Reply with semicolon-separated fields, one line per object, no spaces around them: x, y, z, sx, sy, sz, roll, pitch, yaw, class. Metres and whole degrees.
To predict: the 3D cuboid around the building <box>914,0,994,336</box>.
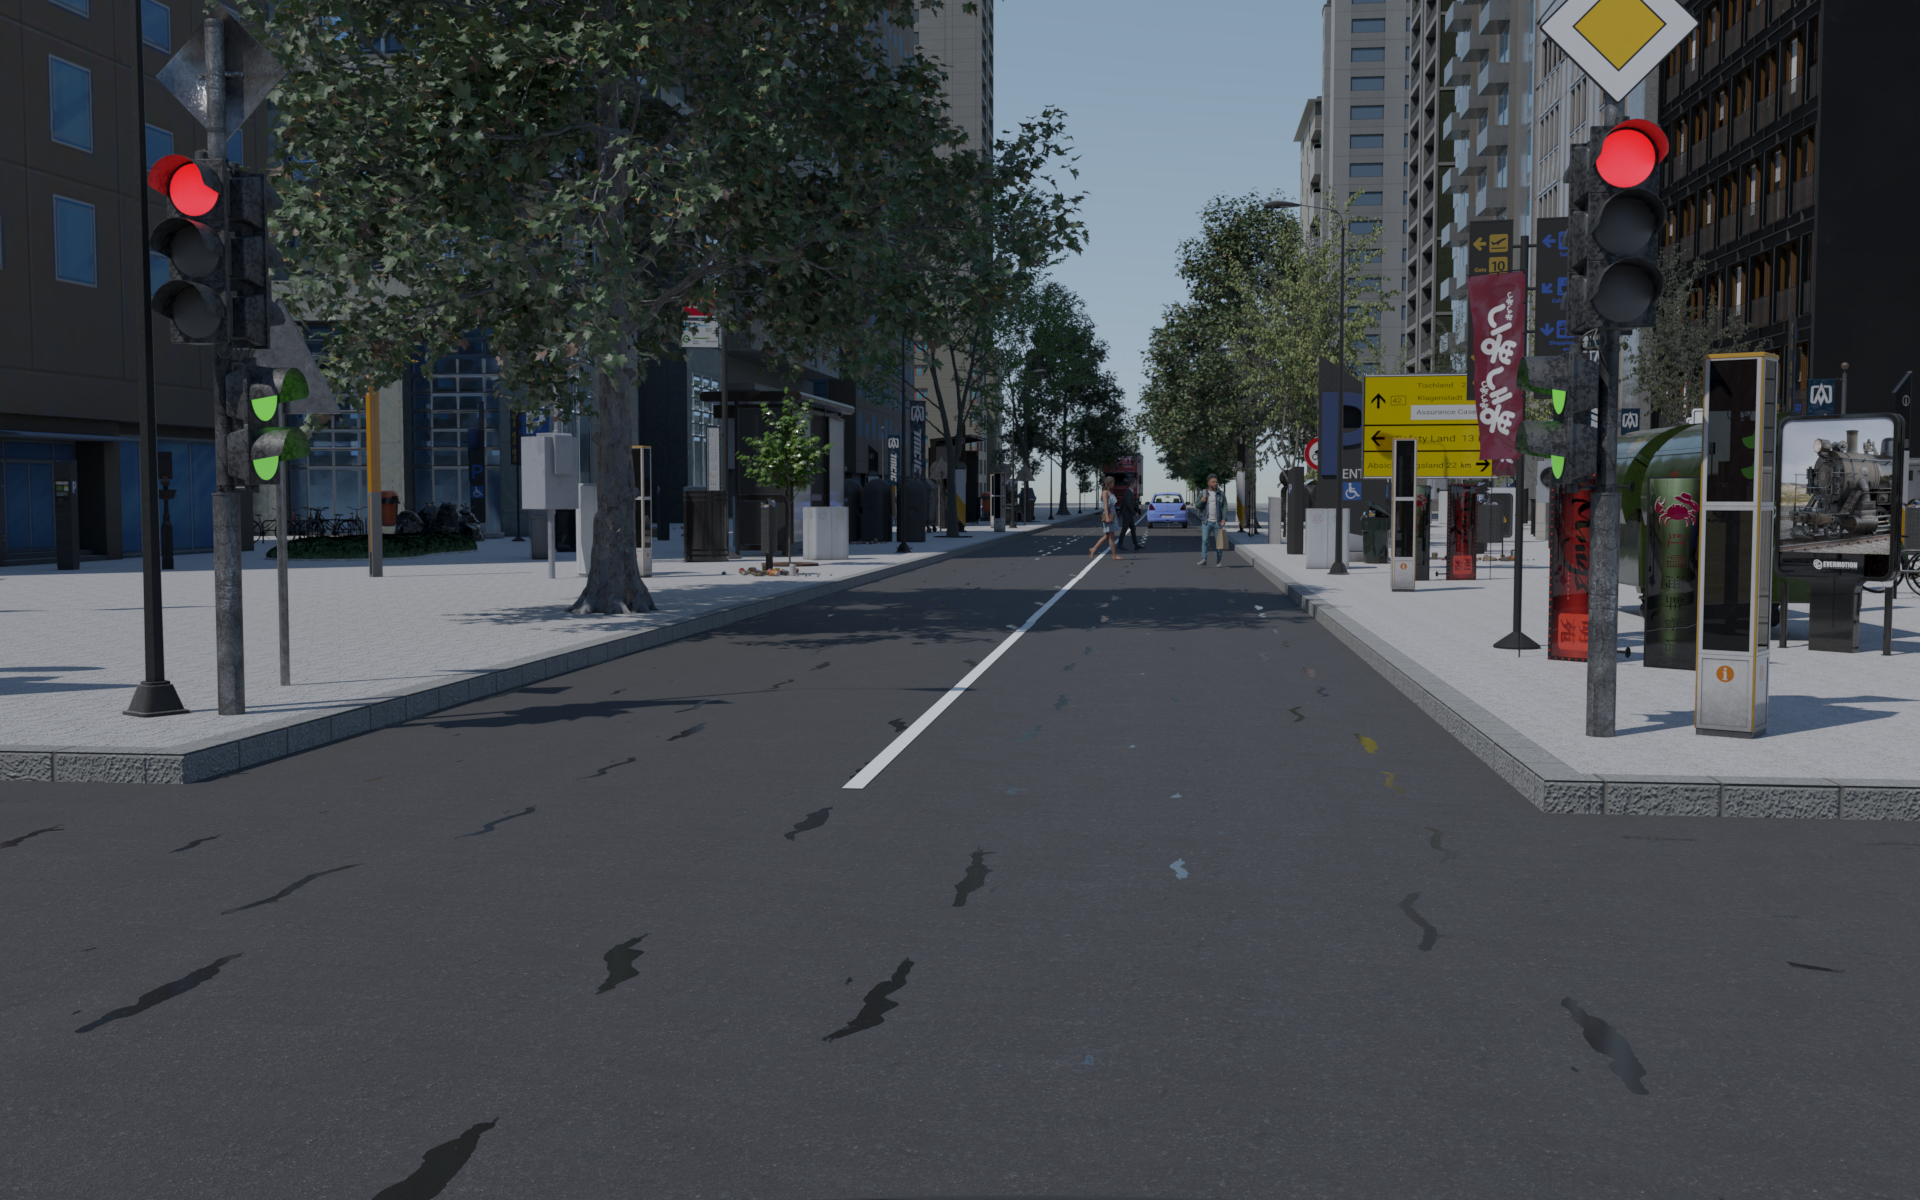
-4.127;-47.935;221.987;20.563;71.187;20.611;0;4;7;building

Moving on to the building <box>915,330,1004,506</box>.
-10.061;-21.669;199.327;27.650;21.520;28.899;0;4;7;building

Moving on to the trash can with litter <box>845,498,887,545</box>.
-2.665;-2.032;44.281;2.233;1.210;1.678;-3;4;-37;trash can with litter

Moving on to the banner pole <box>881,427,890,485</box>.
-2.618;-4.546;64.338;0.863;3.779;0.401;0;4;4;banner pole

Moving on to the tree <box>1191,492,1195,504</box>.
31.396;-18.758;232.455;9.928;11.665;9.643;0;3;0;tree

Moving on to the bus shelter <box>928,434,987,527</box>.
-0.053;-4.889;71.225;1.731;3.624;6.357;0;4;7;bus shelter

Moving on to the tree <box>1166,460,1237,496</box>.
24.203;-15.778;176.101;7.486;12.596;7.792;0;3;0;tree

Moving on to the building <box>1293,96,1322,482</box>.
58.455;-38.849;224.421;28.713;52.752;27.495;0;4;7;building

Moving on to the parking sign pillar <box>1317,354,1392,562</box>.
7.523;-2.737;33.228;1.447;3.967;1.447;1;4;12;parking sign pillar

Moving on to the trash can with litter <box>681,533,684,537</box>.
-7.485;-2.357;49.916;1.055;1.170;0.624;-3;5;-42;trash can with litter

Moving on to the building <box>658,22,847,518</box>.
-22.319;-31.293;100.873;28.713;52.752;27.495;0;4;7;building

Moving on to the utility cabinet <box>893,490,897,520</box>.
-3.030;-4.616;84.158;0.318;1.500;1.173;2;4;33;utility cabinet

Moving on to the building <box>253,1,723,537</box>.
-21.985;-46.061;65.762;22.319;86.520;31.000;0;4;7;building

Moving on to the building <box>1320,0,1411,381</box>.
51.587;-40.036;196.587;21.231;58.520;28.212;0;4;7;building

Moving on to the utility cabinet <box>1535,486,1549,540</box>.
16.397;-2.409;48.070;0.318;1.500;1.173;3;5;44;utility cabinet

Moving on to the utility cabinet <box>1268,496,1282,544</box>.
8.117;-2.048;44.652;0.306;1.237;1.020;0;4;7;utility cabinet

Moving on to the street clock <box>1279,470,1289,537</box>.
9.691;-2.855;51.243;0.471;2.002;0.358;-1;4;-22;street clock

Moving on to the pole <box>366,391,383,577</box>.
-9.035;-2.009;26.697;0.158;3.312;0.155;0;3;0;pole

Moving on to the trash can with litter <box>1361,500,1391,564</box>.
7.927;-1.259;31.968;1.055;1.170;0.624;1;4;14;trash can with litter

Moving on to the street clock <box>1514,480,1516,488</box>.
26.198;-4.751;82.249;0.471;2.002;0.358;1;4;19;street clock

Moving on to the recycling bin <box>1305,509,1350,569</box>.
6.330;-1.059;29.861;0.722;1.027;0.722;1;4;10;recycling bin

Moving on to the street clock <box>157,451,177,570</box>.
-13.493;-1.521;29.444;0.358;2.002;0.471;-2;4;-24;street clock

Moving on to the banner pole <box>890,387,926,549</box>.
-1.118;-3.095;40.620;0.863;3.779;0.401;-3;4;-37;banner pole

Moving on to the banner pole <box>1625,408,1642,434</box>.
17.021;-3.331;44.482;0.863;3.779;0.401;0;4;8;banner pole

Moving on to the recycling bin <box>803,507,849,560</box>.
-2.628;-1.305;33.892;0.722;1.027;0.722;-2;4;-24;recycling bin

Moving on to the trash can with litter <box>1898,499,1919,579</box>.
14.798;-0.976;27.010;1.678;1.210;2.233;0;4;1;trash can with litter

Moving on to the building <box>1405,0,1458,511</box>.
43.237;-42.284;129.600;20.563;71.187;20.611;0;4;7;building

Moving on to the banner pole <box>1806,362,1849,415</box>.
16.608;-2.636;33.114;0.863;3.779;0.401;1;4;20;banner pole

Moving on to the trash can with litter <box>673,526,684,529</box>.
-9.735;-3.227;63.818;1.678;1.210;2.233;0;4;-6;trash can with litter

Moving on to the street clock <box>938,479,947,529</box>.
-0.584;-3.620;63.756;0.358;2.002;0.471;2;4;34;street clock

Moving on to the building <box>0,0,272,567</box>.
-23.252;-23.351;31.901;14.600;45.320;14.200;0;4;7;building

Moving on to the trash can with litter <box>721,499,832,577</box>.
-2.996;-1.022;27.771;1.678;1.210;2.233;-1;4;-12;trash can with litter

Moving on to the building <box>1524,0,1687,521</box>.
31.706;-15.499;71.430;12.078;24.808;19.932;0;4;7;building

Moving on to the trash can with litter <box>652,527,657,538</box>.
-9.373;-2.433;51.166;1.055;1.170;0.624;-3;4;-36;trash can with litter

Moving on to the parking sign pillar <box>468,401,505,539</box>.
-13.881;-3.752;49.823;1.447;3.967;1.447;-1;4;-15;parking sign pillar

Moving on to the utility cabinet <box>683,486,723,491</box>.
-6.928;-2.328;46.738;1.173;1.500;0.318;2;4;33;utility cabinet

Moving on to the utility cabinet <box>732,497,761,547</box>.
-5.026;-1.897;42.178;1.020;1.237;0.306;2;4;24;utility cabinet

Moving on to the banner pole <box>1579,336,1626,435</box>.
9.002;-2.128;24.814;0.401;3.779;0.863;-1;4;-20;banner pole

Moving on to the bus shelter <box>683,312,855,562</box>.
-4.093;-3.610;36.651;2.179;5.291;8.768;0;4;7;bus shelter

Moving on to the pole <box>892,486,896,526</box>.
-2.681;-4.675;70.287;0.158;3.312;0.155;0;3;0;pole

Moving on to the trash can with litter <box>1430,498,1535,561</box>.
9.887;-1.377;33.569;2.233;1.210;1.678;2;4;29;trash can with litter

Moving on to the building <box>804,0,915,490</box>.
-11.443;-29.719;136.009;14.600;45.320;14.200;0;4;7;building

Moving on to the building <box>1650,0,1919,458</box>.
30.015;-13.678;53.311;12.332;23.373;15.834;0;4;7;building

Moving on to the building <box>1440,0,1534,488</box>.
41.779;-29.652;104.422;23.786;49.044;30.456;0;4;7;building
